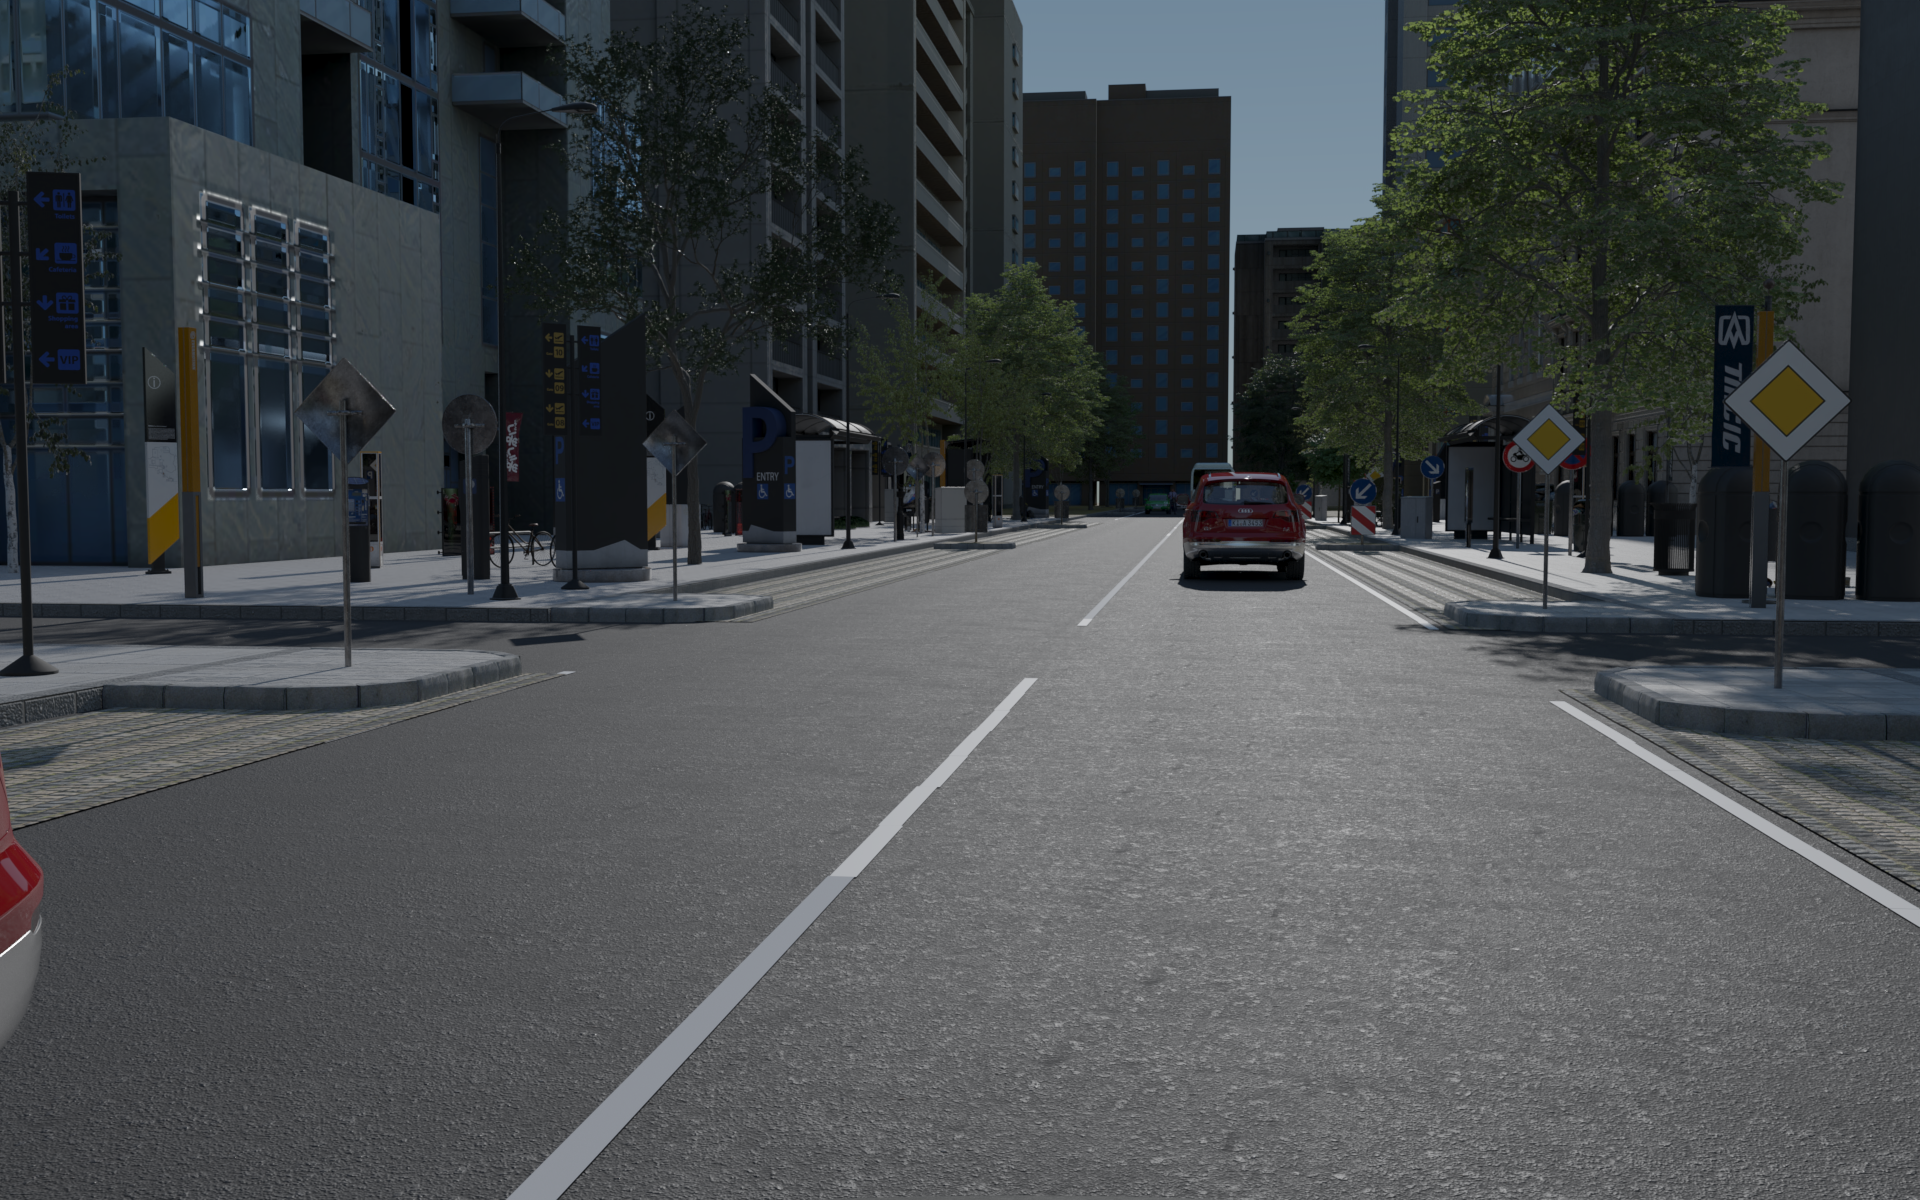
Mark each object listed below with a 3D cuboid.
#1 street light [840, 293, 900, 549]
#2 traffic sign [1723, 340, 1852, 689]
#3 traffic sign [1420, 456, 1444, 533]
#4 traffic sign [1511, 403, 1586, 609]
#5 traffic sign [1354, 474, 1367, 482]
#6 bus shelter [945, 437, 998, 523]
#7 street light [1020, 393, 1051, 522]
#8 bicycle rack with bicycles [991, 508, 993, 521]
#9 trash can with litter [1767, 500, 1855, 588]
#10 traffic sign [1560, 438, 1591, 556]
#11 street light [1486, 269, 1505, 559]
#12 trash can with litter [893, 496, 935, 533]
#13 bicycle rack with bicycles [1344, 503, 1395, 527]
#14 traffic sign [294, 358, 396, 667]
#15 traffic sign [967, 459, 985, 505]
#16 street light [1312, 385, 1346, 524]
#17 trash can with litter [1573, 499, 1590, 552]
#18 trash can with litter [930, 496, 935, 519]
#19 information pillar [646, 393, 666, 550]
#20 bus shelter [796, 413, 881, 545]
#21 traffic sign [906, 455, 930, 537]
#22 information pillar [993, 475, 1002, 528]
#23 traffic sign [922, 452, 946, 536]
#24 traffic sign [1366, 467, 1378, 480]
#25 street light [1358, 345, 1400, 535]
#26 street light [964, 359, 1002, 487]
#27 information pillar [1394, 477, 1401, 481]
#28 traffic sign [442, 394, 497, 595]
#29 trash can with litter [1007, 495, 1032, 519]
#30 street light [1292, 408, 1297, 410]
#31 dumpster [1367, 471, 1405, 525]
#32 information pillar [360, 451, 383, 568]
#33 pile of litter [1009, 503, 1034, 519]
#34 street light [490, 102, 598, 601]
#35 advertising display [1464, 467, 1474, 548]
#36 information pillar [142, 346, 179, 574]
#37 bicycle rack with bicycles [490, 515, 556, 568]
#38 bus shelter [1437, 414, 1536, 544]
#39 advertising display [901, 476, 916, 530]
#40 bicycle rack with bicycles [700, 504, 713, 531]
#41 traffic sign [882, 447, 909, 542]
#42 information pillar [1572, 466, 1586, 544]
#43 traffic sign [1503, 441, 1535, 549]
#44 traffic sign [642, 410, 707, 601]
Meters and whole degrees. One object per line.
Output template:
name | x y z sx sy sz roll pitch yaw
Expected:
street light | -2.079 -4.144 40.298 1.470 5.913 1.316 0 4 8
traffic sign | 5.398 -0.473 11.371 0.795 2.450 0.064 0 4 8
traffic sign | 15.694 -3.516 57.592 0.768 2.556 0.104 1 4 16
traffic sign | 6.528 -0.956 19.276 0.795 2.450 0.064 0 4 8
traffic sign | 21.383 -5.672 92.839 0.768 2.556 0.104 1 4 10
bus shelter | 0.479 -5.117 74.947 1.731 3.624 6.357 1 4 8
street light | 3.491 -6.546 79.561 1.470 5.913 1.316 0 4 8
bicycle rack with bicycles | 0.205 -4.286 83.455 2.852 0.926 2.925 -1 4 -11
trash can with litter | 11.558 -0.791 23.997 2.233 1.210 1.678 2 4 28
traffic sign | 12.706 -2.195 35.998 0.768 2.556 0.104 1 4 11
street light | 10.111 -3.780 34.336 1.470 5.913 1.316 0 4 8
trash can with litter | -1.099 -2.864 57.885 1.678 1.210 2.233 -2 4 -35
bicycle rack with bicycles | 16.673 -3.303 67.394 2.852 0.926 2.925 -1 4 -17
traffic sign | -4.543 -0.561 12.808 0.795 2.450 0.064 0 4 8
traffic sign | 0.512 -3.869 63.366 0.768 2.556 0.104 1 4 11
street light | 15.749 -6.172 73.449 1.470 5.913 1.316 0 4 8
trash can with litter | 13.850 -1.665 38.614 0.624 1.170 1.055 1 4 14
trash can with litter | -1.200 -4.614 86.821 1.055 1.170 0.624 -3 4 -39
information pillar | -6.959 -2.942 39.460 0.504 3.616 0.183 0 4 4
bus shelter | -3.588 -3.185 45.991 2.014 3.302 5.546 0 4 8
traffic sign | -1.261 -3.058 51.180 0.795 2.450 0.064 1 4 17
information pillar | 1.423 -3.745 65.728 0.304 2.012 0.304 -1 4 -19
traffic sign | -0.820 -3.200 52.433 0.768 2.556 0.104 1 4 14
traffic sign | 17.193 -4.315 71.741 0.795 2.450 0.064 1 4 10
street light | 13.054 -4.975 53.875 1.470 5.913 1.316 0 4 8
street light | 0.733 -5.340 59.855 1.470 5.913 1.316 0 4 8
information pillar | 19.271 -4.398 76.404 0.304 2.012 0.304 0 4 3
traffic sign | -6.253 -1.343 22.057 0.768 2.556 0.104 1 4 13
trash can with litter | 2.888 -4.718 88.195 1.678 1.210 2.233 2 4 29
street light | 18.484 -7.369 93.017 1.470 5.913 1.316 0 4 8
dumpster | 17.091 -4.119 69.836 1.502 2.255 1.985 0 4 8
information pillar | -10.163 -1.556 29.930 0.304 2.012 0.304 -1 4 -9
pile of litter | 3.210 -4.729 91.290 1.719 0.858 1.176 -1 4 -12
street light | -4.982 -2.949 20.754 1.470 5.913 1.316 0 4 8
advertising display | 12.284 -2.239 41.820 0.123 1.923 0.974 1 4 12
information pillar | -12.812 -2.226 27.752 0.183 3.616 0.504 3 5 42
bicycle rack with bicycles | -7.045 -1.032 30.256 2.852 0.926 2.925 1 4 23
bus shelter | 14.276 -3.232 46.765 2.014 3.302 5.546 0 4 8
advertising display | -1.842 -3.423 61.176 0.123 1.923 0.974 2 4 27
bicycle rack with bicycles | -9.839 -2.985 62.184 2.852 0.926 2.925 1 4 9
traffic sign | -1.749 -2.843 46.588 0.768 2.556 0.104 1 4 17
information pillar | 16.028 -2.465 44.792 0.304 2.012 0.304 3 5 40
traffic sign | 13.120 -2.481 40.672 0.768 2.556 0.104 1 4 8
traffic sign | -3.412 -1.044 20.713 0.795 2.450 0.064 0 4 8
